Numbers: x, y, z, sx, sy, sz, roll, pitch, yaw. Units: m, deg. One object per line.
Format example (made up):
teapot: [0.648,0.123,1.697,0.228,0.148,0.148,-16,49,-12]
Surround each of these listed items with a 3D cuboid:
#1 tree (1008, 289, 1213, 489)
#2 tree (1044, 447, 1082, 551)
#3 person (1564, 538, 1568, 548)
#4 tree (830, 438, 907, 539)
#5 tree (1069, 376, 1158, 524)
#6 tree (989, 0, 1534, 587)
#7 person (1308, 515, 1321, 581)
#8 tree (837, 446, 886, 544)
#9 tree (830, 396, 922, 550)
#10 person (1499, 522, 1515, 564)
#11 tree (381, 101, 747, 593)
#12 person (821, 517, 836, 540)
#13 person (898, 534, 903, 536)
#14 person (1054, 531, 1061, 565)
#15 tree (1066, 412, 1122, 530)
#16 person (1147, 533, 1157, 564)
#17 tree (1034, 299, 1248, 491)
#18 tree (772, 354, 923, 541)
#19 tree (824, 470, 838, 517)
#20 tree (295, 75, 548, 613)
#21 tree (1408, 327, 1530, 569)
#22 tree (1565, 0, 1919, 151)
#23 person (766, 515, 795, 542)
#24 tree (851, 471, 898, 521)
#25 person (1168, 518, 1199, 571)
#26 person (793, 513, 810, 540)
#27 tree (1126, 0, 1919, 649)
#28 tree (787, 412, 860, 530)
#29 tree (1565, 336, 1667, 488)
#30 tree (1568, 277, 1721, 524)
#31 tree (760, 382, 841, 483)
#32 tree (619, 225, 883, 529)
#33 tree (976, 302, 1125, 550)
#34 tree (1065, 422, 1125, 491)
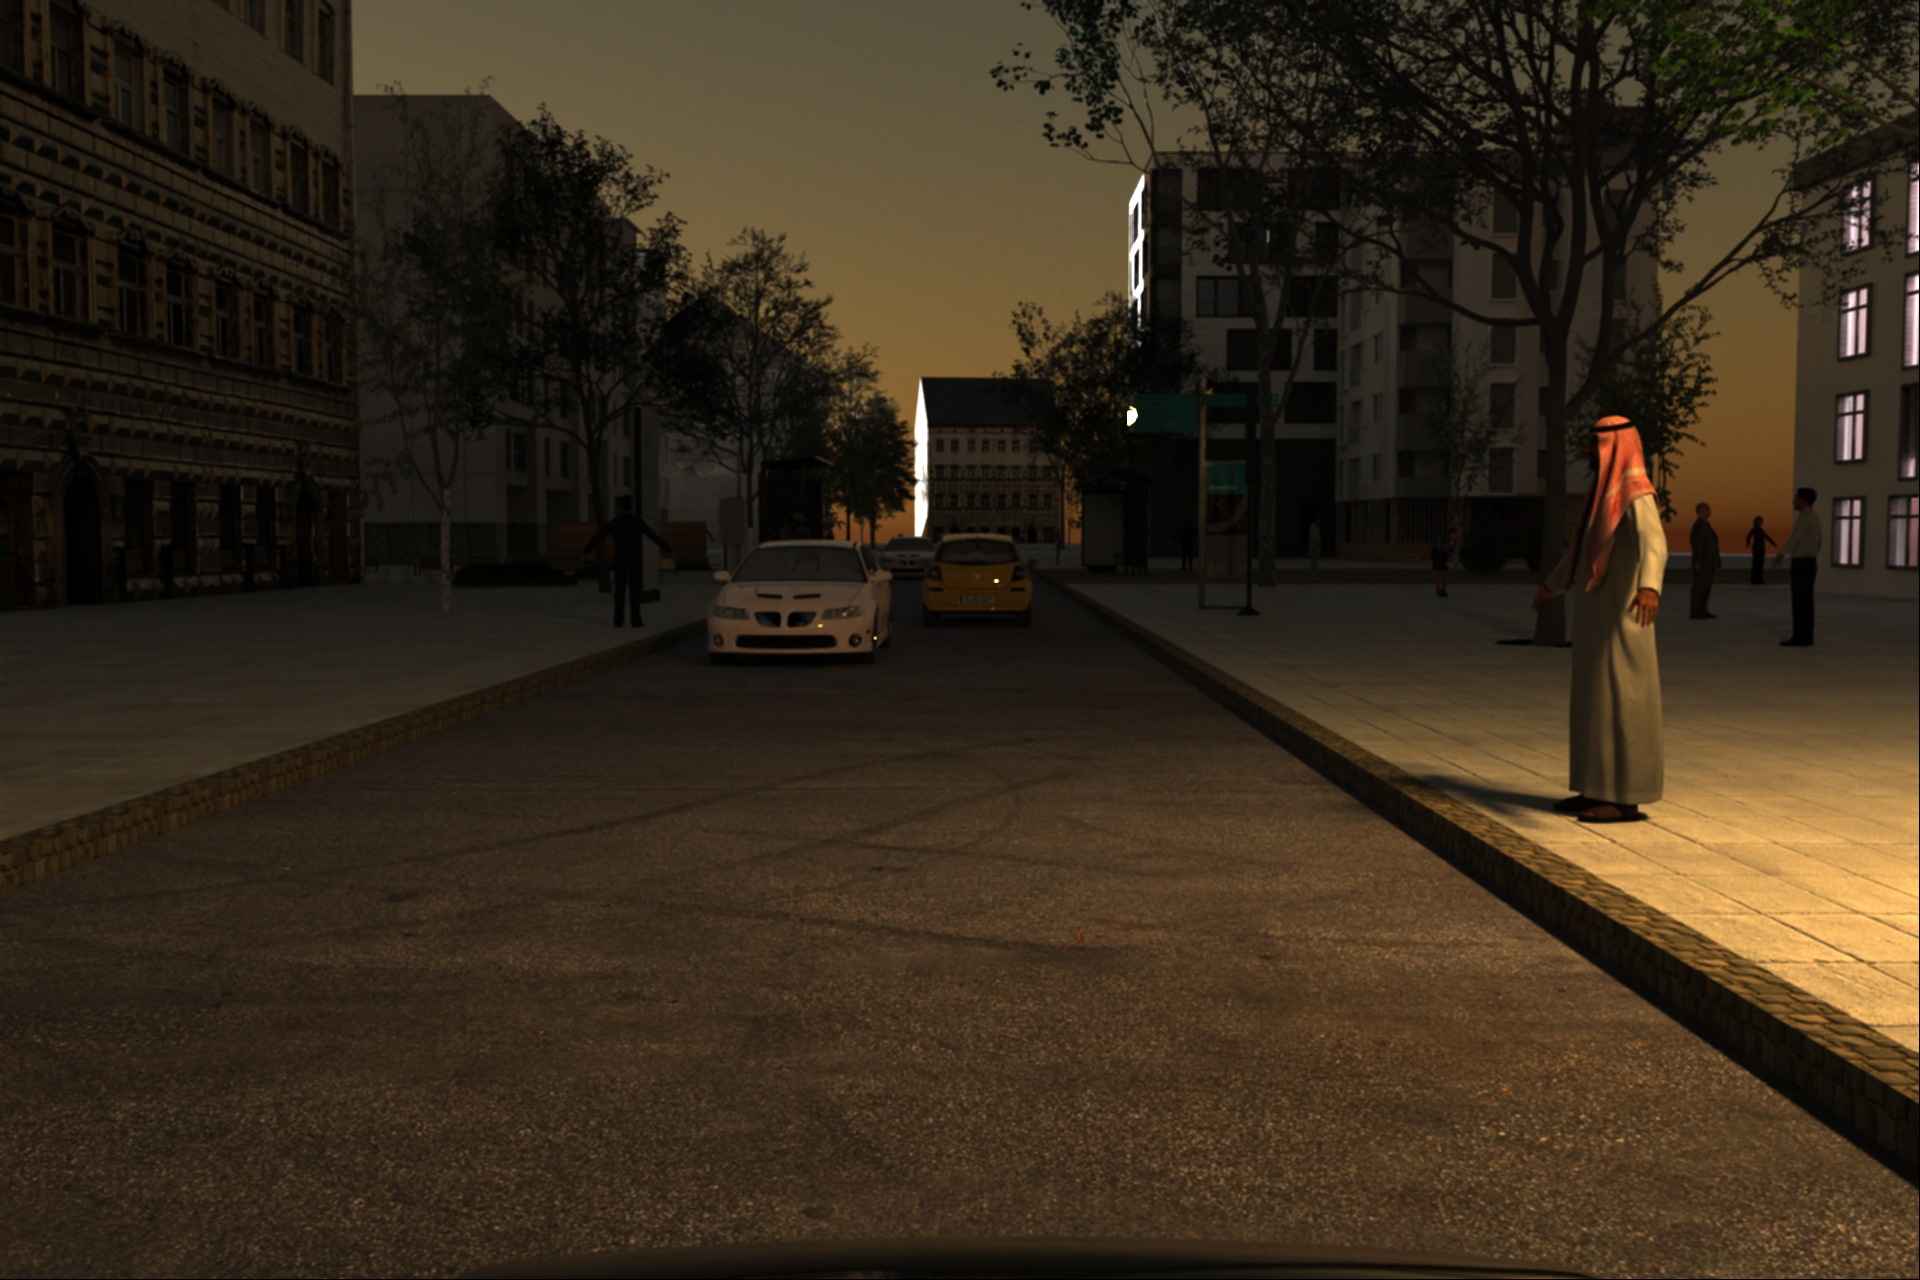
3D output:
tree: [7.483,-10.748,86.107,12.009,13.543,11.850,0,3,0]
tree: [8.100,-11.114,132.069,4.360,8.622,3.978,0,3,0]
person: [16.793,-2.591,48.503,0.704,1.812,1.346,2,4,29]
tree: [-7.987,-13.263,151.255,7.601,10.594,8.767,0,4,8]
tree: [7.022,-7.790,77.723,4.737,8.622,4.395,0,3,0]
tree: [7.030,-11.255,39.911,12.611,20.169,13.585,0,3,0]
person: [9.827,-2.546,47.814,0.705,1.806,1.347,1,4,11]
tree: [-7.656,-11.310,135.280,4.737,8.622,4.395,0,3,0]
tree: [-7.043,-13.720,142.452,7.486,12.596,7.792,0,3,0]
person: [22.836,-4.100,73.219,1.347,1.806,0.705,-1,4,-21]
tree: [-8.122,-6.329,37.897,7.601,10.594,8.767,1,4,14]
person: [-2.732,-1.587,34.862,0.721,1.772,1.216,0,4,-1]
person: [-2.233,-3.132,62.935,0.599,1.433,0.991,0,4,7]
person: [4.175,-3.884,72.773,0.599,1.433,0.991,0,4,7]
tree: [7.501,-8.800,94.244,4.737,8.622,4.395,0,3,0]
person: [7.782,-4.142,74.000,1.348,1.796,0.705,-2,4,-24]
tree: [7.161,-8.262,69.504,8.767,10.594,7.601,-1,4,-14]
tree: [-7.491,-12.627,116.826,12.009,13.543,11.850,0,3,0]
tree: [-21.053,-20.259,237.896,9.857,13.997,8.962,0,3,0]
tree: [-8.223,-4.727,27.648,4.360,8.622,3.978,0,3,0]
tree: [17.742,-6.866,62.630,4.360,8.622,3.978,0,3,0]
tree: [7.003,-5.148,9.934,9.928,11.665,9.643,0,3,0]
person: [-5.033,-2.685,50.037,1.345,1.843,0.704,1,4,18]
tree: [-11.683,-18.723,240.528,7.601,10.594,8.767,0,4,-1]
person: [7.969,-3.349,60.692,1.347,1.837,0.705,0,4,7]
person: [-4.489,-2.592,48.148,0.705,1.858,1.354,-1,4,-14]
tree: [6.930,-6.682,19.619,12.009,13.543,11.850,0,3,0]
tree: [-7.867,-8.911,96.062,4.737,8.622,4.395,0,3,0]
tree: [23.975,-6.917,63.453,4.737,8.622,4.395,0,3,0]
tree: [19.478,-6.030,48.960,4.737,8.622,4.395,0,3,0]
tree: [-7.655,-8.079,82.450,4.737,8.622,4.395,0,3,0]
tree: [-8.222,-9.657,68.262,12.009,13.543,11.850,0,3,0]
tree: [7.017,-17.571,143.173,12.611,20.169,13.585,0,3,0]
tree: [8.103,-9.310,102.580,4.737,8.622,4.395,0,3,0]
